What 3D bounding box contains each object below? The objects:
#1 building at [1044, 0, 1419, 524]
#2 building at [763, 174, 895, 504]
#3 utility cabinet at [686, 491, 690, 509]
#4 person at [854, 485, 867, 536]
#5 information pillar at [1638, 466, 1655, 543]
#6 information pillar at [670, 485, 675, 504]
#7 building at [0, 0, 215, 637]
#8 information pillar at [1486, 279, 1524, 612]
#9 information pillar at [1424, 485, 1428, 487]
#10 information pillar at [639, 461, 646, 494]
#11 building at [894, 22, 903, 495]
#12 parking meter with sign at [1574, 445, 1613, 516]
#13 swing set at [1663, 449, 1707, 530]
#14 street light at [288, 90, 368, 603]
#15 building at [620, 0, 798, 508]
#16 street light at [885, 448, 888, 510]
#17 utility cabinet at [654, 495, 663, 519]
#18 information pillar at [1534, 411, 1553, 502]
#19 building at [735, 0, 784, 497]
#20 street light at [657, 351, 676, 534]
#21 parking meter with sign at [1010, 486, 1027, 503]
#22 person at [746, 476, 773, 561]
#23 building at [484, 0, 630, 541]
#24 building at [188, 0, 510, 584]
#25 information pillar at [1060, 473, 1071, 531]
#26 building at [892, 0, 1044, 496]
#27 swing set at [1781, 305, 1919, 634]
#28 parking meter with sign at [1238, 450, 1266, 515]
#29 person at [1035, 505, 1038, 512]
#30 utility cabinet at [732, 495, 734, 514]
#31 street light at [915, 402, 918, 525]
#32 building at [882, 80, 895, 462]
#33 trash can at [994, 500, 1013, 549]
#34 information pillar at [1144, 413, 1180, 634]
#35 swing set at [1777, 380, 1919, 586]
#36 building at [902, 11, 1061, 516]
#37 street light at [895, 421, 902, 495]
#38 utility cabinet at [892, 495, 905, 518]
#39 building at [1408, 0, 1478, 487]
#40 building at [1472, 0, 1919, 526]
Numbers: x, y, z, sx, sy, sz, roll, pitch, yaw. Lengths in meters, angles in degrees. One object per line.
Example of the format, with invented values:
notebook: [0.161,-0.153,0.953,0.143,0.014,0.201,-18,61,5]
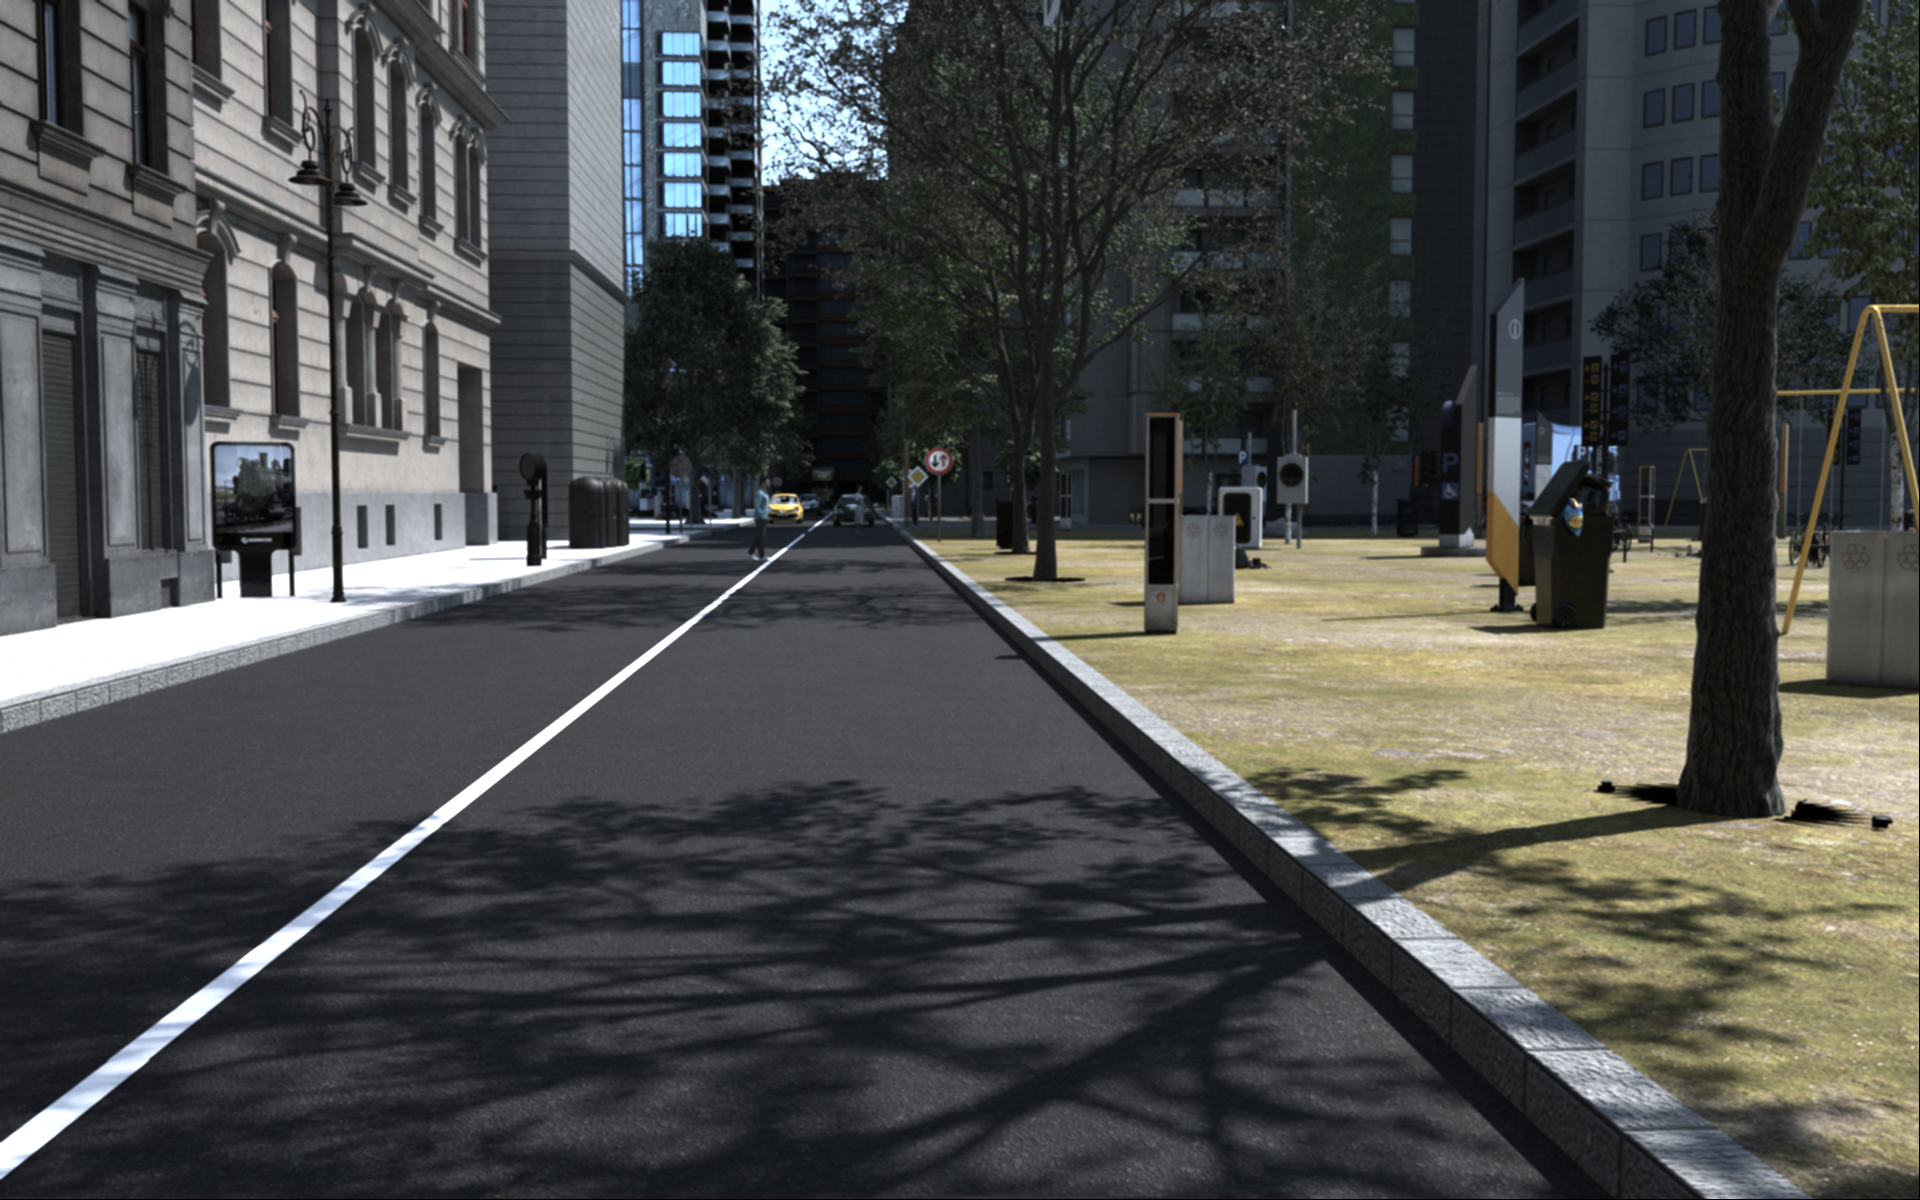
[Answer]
building: [11.278,-24.031,76.509,14.086,41.232,14.154,0,4,-3]
building: [-16.731,-35.677,237.947,28.867,44.769,22.147,0,4,-3]
utility cabinet: [-17.344,-6.344,112.410,0.318,1.500,1.173,2,4,24]
person: [-3.403,-3.108,59.892,0.524,1.755,0.480,1,4,18]
information pillar: [18.041,-2.510,45.523,0.304,2.012,0.304,3,4,38]
information pillar: [-22.519,-8.033,135.830,0.304,2.012,0.304,-1,4,-21]
building: [-13.075,-9.897,10.967,9.793,20.994,18.267,0,4,-3]
information pillar: [5.925,-1.679,18.813,0.504,3.616,0.183,-3,4,-36]
information pillar: [36.536,-8.027,135.736,0.304,2.012,0.304,-2,4,-27]
information pillar: [-22.356,-7.993,122.035,0.183,3.616,0.504,3,5,44]
building: [0.890,-31.378,163.145,14.600,45.320,14.200,0,4,-3]
parking meter with sign: [22.263,-3.947,60.786,0.543,3.016,1.738,-1,4,-14]
swing set: [26.421,-3.819,60.069,3.119,2.851,2.862,-1,4,-8]
street light: [-7.382,-2.912,20.392,0.468,5.910,1.993,0,4,-3]
building: [-35.214,-54.517,204.031,31.000,86.520,22.319,0,4,-3]
street light: [-6.074,-10.402,142.865,0.468,5.910,1.993,0,4,-3]
utility cabinet: [-15.557,-4.781,89.336,0.306,1.237,1.020,0,4,0]
information pillar: [16.425,-3.514,48.806,0.504,3.616,0.183,-1,4,-12]
building: [-29.241,-45.514,182.410,20.563,71.187,20.611,0,4,-3]
street light: [-9.468,-5.088,55.973,0.468,5.910,1.993,0,4,-3]
parking meter with sign: [3.040,-5.939,93.355,0.543,3.016,1.738,3,5,42]
person: [-4.334,-1.764,37.360,0.620,1.820,0.660,0,4,-2]
building: [-25.700,-16.766,51.624,29.804,29.767,11.434,0,4,-3]
building: [-17.322,-14.950,31.826,14.401,28.519,23.554,0,4,-3]
information pillar: [3.673,-3.412,60.277,0.304,2.012,0.304,2,4,30]
building: [3.228,-45.362,179.921,20.563,71.187,20.611,0,4,-3]
swing set: [9.063,-1.025,14.377,3.119,2.851,2.862,0,4,1]
parking meter with sign: [12.018,-4.496,69.767,1.738,3.016,0.543,-2,4,-34]
person: [3.225,-3.495,66.226,0.593,1.750,0.643,2,4,35]
utility cabinet: [-13.156,-5.589,102.540,0.306,1.237,1.020,1,4,19]
street light: [-1.797,-6.025,71.302,0.468,5.910,1.993,0,4,-3]
building: [5.094,-37.640,204.645,28.713,52.752,27.495,0,4,-3]
trash can: [1.158,-1.768,40.561,0.748,1.137,0.748,0,3,0]
information pillar: [1.857,-0.699,15.926,0.304,2.012,0.304,1,4,8]
swing set: [13.569,-1.732,25.940,3.119,2.851,2.862,2,4,25]
building: [3.368,-20.570,108.014,14.160,30.474,14.107,0,4,-3]
street light: [-3.827,-8.229,107.333,0.468,5.910,1.993,0,4,-3]
utility cabinet: [-3.302,-4.957,92.213,0.306,1.237,1.020,-2,4,-28]
building: [55.256,-47.232,210.491,20.611,71.187,20.563,0,4,-3]
building: [40.343,-32.799,78.259,28.212,58.520,21.231,0,4,-3]
